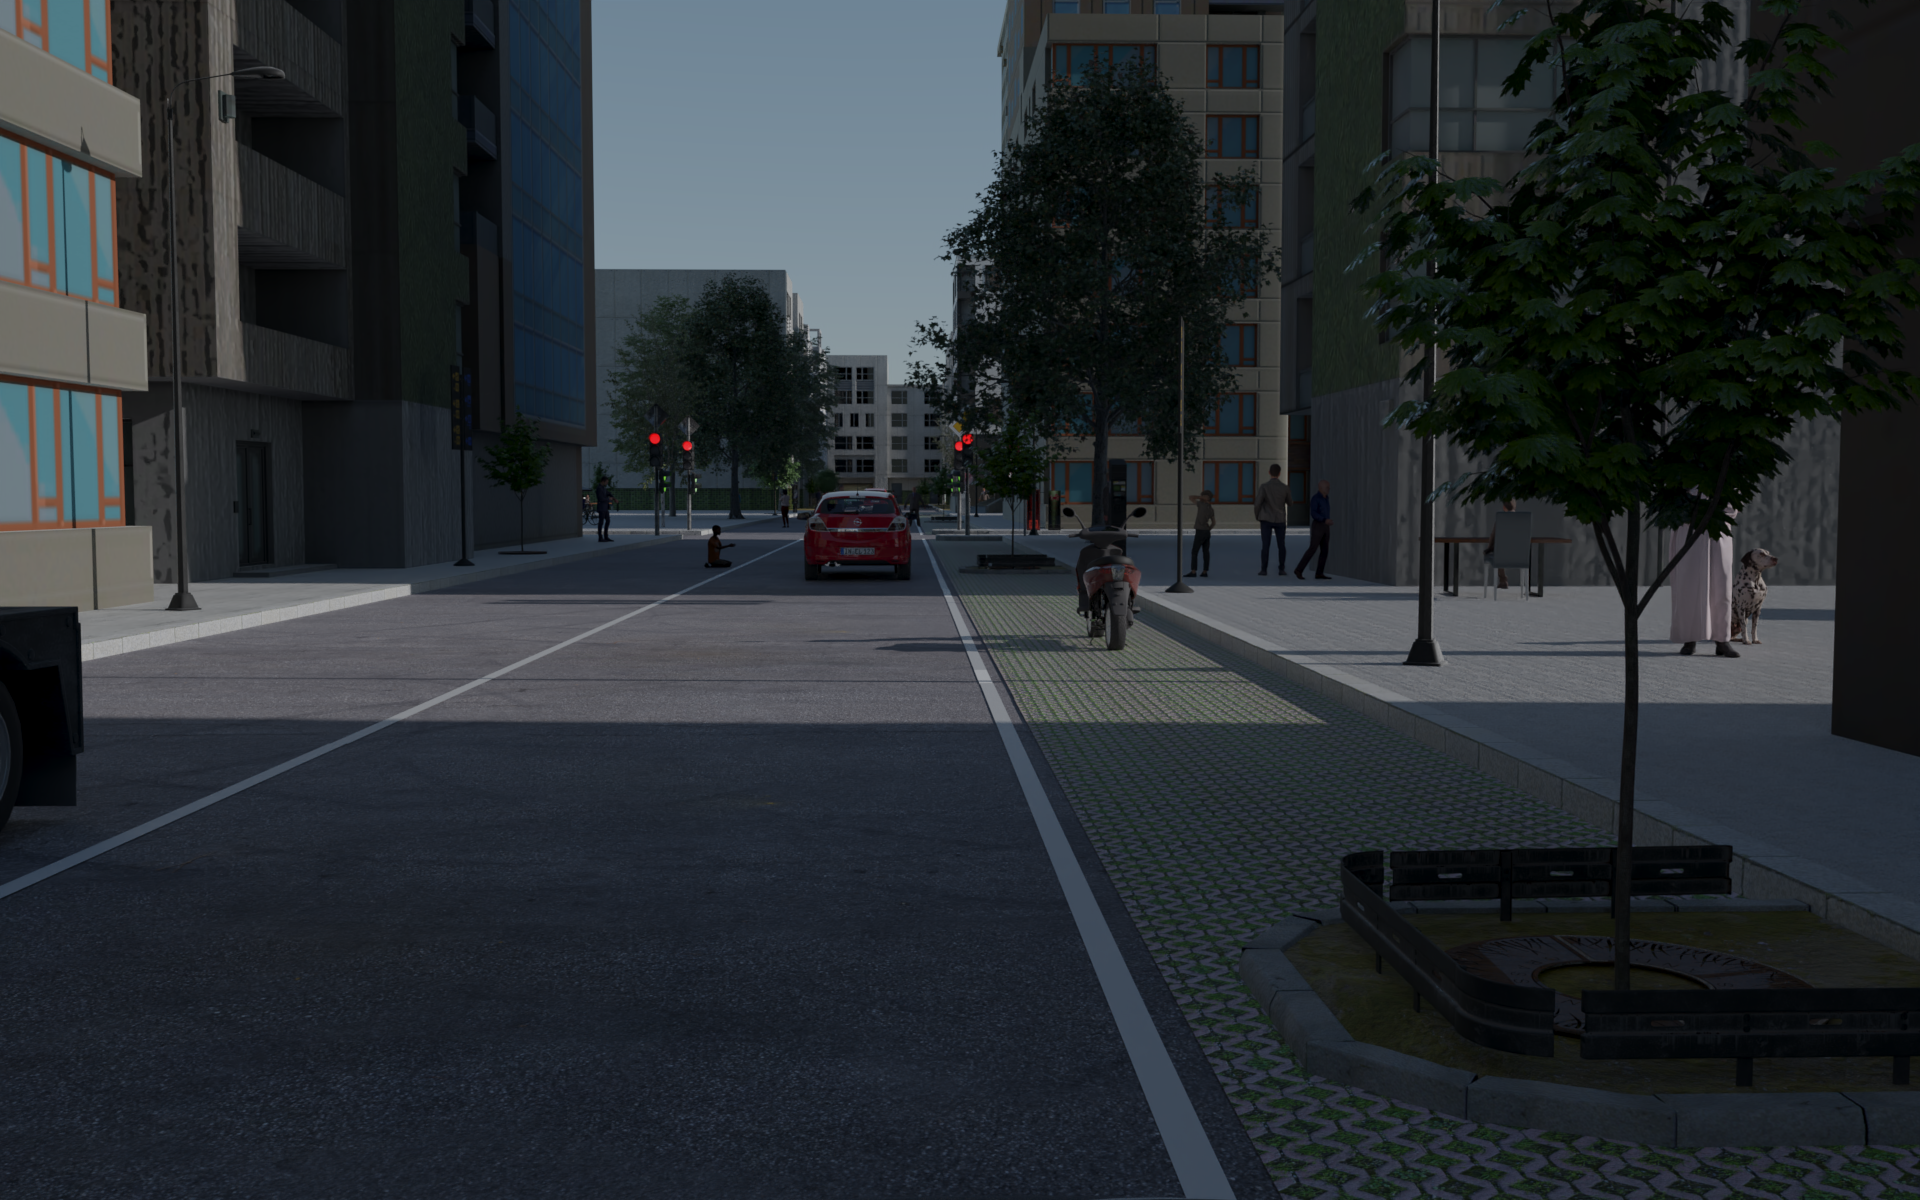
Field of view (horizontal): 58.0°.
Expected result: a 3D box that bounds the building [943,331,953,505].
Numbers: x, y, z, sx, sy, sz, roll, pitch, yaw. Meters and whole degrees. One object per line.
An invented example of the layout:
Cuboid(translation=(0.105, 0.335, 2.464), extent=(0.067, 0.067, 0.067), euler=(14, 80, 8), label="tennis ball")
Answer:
Cuboid(translation=(7.112, -20.208, 196.854), extent=(16.747, 18.905, 31.486), euler=(0, 4, -2), label="building")

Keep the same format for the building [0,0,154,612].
Cuboid(translation=(-22.979, -9.794, 5.172), extent=(27.650, 21.520, 28.899), euler=(0, 4, -2), label="building")

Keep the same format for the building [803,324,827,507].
Cuboid(translation=(-21.528, -21.262, 204.056), extent=(11.380, 20.091, 16.016), euler=(0, 4, -2), label="building")

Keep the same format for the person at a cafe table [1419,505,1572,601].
Cuboid(translation=(6.709, -0.655, 21.567), extent=(1.698, 1.238, 1.726), euler=(0, 4, 6), label="person at a cafe table")

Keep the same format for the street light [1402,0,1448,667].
Cuboid(translation=(2.962, -2.466, 12.856), extent=(1.470, 5.913, 1.316), euler=(0, 4, -2), label="street light")

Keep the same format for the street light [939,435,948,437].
Cuboid(translation=(-0.987, -10.052, 136.884), extent=(1.470, 5.913, 1.316), euler=(0, 4, -2), label="street light")

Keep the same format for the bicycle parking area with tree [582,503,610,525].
Cuboid(translation=(-19.059, -5.142, 71.082), extent=(8.231, 4.147, 9.016), euler=(-3, 5, -39), label="bicycle parking area with tree")

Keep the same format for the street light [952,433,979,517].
Cuboid(translation=(0.368, -7.540, 95.819), extent=(1.470, 5.913, 1.316), euler=(0, 4, -2), label="street light")

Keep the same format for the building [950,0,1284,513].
Cuboid(translation=(15.568, -26.409, 123.666), extent=(32.217, 40.220, 23.993), euler=(0, 4, -2), label="building")

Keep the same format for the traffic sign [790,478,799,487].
Cuboid(translation=(-11.635, -7.384, 120.837), extent=(0.768, 2.556, 0.104), euler=(0, 4, 2), label="traffic sign")

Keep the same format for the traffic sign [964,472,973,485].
Cuboid(translation=(0.398, -6.188, 101.275), extent=(0.768, 2.556, 0.104), euler=(0, 4, 6), label="traffic sign")

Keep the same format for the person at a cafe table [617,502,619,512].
Cuboid(translation=(-25.587, -7.082, 126.645), extent=(1.698, 1.238, 1.726), euler=(0, 4, -6), label="person at a cafe table")

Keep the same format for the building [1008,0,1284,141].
Cuboid(translation=(9.960, -27.288, 96.271), extent=(14.600, 45.320, 14.200), euler=(0, 4, -2), label="building")

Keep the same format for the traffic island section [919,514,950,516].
Cuboid(translation=(-1.680, -5.550, 113.608), extent=(1.991, 0.108, 1.994), euler=(0, 4, -2), label="traffic island section")

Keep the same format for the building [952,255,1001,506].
Cuboid(translation=(13.154, -19.613, 164.650), extent=(27.936, 21.610, 32.646), euler=(0, 4, -2), label="building")

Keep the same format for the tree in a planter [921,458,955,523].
Cuboid(translation=(-0.805, -5.466, 86.583), extent=(1.991, 3.239, 1.994), euler=(0, 4, -2), label="tree in a planter")

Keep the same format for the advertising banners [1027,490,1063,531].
Cuboid(translation=(2.612, -3.958, 60.895), extent=(2.074, 3.025, 0.090), euler=(0, 4, -8), label="advertising banners")

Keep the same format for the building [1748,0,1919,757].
Cuboid(translation=(11.414, -21.485, 1.392), extent=(14.600, 45.320, 14.200), euler=(0, 4, -2), label="building")

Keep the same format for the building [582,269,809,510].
Cuboid(translation=(-22.606, -17.474, 152.159), extent=(16.747, 18.905, 31.486), euler=(0, 4, -2), label="building")

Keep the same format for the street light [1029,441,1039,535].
Cuboid(translation=(1.751, -4.960, 53.638), extent=(1.470, 5.913, 1.316), euler=(0, 4, -2), label="street light")

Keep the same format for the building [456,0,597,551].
Cuboid(translation=(-17.798, -24.079, 43.805), extent=(14.200, 45.320, 14.600), euler=(0, 4, -2), label="building")

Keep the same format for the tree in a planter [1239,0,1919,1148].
Cuboid(translation=(1.829, -0.456, 4.674), extent=(1.991, 3.239, 1.994), euler=(0, 4, -2), label="tree in a planter")

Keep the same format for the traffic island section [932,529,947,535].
Cuboid(translation=(-0.004, -2.420, 61.844), extent=(2.009, 0.180, 2.903), euler=(0, 4, -2), label="traffic island section")

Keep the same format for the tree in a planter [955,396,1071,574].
Cuboid(translation=(0.972, -2.103, 31.604), extent=(1.991, 3.239, 1.994), euler=(0, 4, -2), label="tree in a planter")

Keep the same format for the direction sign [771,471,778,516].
Cuboid(translation=(-11.071, -6.817, 103.455), extent=(0.379, 3.537, 0.876), euler=(1, 4, 18), label="direction sign")

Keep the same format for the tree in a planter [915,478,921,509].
Cuboid(translation=(-3.311, -10.207, 164.112), extent=(1.991, 3.239, 1.994), euler=(0, 4, -2), label="tree in a planter")

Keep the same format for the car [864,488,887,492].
Cuboid(translation=(-5.604, -6.444, 114.027), extent=(2.281, 1.827, 5.304), euler=(0, 4, -3), label="car")

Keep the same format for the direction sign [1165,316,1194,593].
Cuboid(translation=(2.863, -1.865, 22.490), extent=(0.379, 3.537, 0.876), euler=(1, 4, 9), label="direction sign")

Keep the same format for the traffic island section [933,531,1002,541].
Cuboid(translation=(0.253, -1.932, 53.863), extent=(2.009, 0.180, 2.903), euler=(0, 4, -2), label="traffic island section")

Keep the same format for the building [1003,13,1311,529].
Cuboid(translation=(17.128, -14.179, 76.872), extent=(28.899, 21.520, 27.650), euler=(0, 4, -2), label="building")

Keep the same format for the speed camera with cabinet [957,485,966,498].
Cuboid(translation=(0.159, -7.094, 110.319), extent=(0.660, 3.252, 2.038), euler=(0, 4, -2), label="speed camera with cabinet")

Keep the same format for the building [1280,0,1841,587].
Cuboid(translation=(12.837, -21.175, 29.799), extent=(14.154, 41.232, 14.086), euler=(0, 4, -2), label="building")

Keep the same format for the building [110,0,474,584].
Cuboid(translation=(-16.504, -15.589, 26.581), extent=(14.160, 30.474, 14.107), euler=(0, 4, -2), label="building")

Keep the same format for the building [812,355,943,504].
Cuboid(translation=(-17.931, -22.148, 228.572), extent=(31.486, 18.905, 16.747), euler=(0, 4, -2), label="building")

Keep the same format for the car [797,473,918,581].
Cuboid(translation=(-1.784, -1.295, 30.219), extent=(2.155, 1.783, 4.494), euler=(0, 4, -3), label="car")

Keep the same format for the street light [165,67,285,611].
Cuboid(translation=(-8.046, -2.840, 18.980), extent=(1.470, 5.913, 1.316), euler=(0, 4, -2), label="street light")

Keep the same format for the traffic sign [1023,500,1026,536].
Cuboid(translation=(1.978, -3.222, 52.780), extent=(0.768, 2.556, 0.104), euler=(0, 4, 1), label="traffic sign")

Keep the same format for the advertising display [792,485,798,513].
Cuboid(translation=(-11.444, -7.024, 120.058), extent=(0.123, 1.923, 0.974), euler=(1, 4, 12), label="advertising display")

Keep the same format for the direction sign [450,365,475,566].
Cuboid(translation=(-8.863, -2.376, 30.852), extent=(0.379, 3.537, 0.876), euler=(0, 4, 6), label="direction sign")
